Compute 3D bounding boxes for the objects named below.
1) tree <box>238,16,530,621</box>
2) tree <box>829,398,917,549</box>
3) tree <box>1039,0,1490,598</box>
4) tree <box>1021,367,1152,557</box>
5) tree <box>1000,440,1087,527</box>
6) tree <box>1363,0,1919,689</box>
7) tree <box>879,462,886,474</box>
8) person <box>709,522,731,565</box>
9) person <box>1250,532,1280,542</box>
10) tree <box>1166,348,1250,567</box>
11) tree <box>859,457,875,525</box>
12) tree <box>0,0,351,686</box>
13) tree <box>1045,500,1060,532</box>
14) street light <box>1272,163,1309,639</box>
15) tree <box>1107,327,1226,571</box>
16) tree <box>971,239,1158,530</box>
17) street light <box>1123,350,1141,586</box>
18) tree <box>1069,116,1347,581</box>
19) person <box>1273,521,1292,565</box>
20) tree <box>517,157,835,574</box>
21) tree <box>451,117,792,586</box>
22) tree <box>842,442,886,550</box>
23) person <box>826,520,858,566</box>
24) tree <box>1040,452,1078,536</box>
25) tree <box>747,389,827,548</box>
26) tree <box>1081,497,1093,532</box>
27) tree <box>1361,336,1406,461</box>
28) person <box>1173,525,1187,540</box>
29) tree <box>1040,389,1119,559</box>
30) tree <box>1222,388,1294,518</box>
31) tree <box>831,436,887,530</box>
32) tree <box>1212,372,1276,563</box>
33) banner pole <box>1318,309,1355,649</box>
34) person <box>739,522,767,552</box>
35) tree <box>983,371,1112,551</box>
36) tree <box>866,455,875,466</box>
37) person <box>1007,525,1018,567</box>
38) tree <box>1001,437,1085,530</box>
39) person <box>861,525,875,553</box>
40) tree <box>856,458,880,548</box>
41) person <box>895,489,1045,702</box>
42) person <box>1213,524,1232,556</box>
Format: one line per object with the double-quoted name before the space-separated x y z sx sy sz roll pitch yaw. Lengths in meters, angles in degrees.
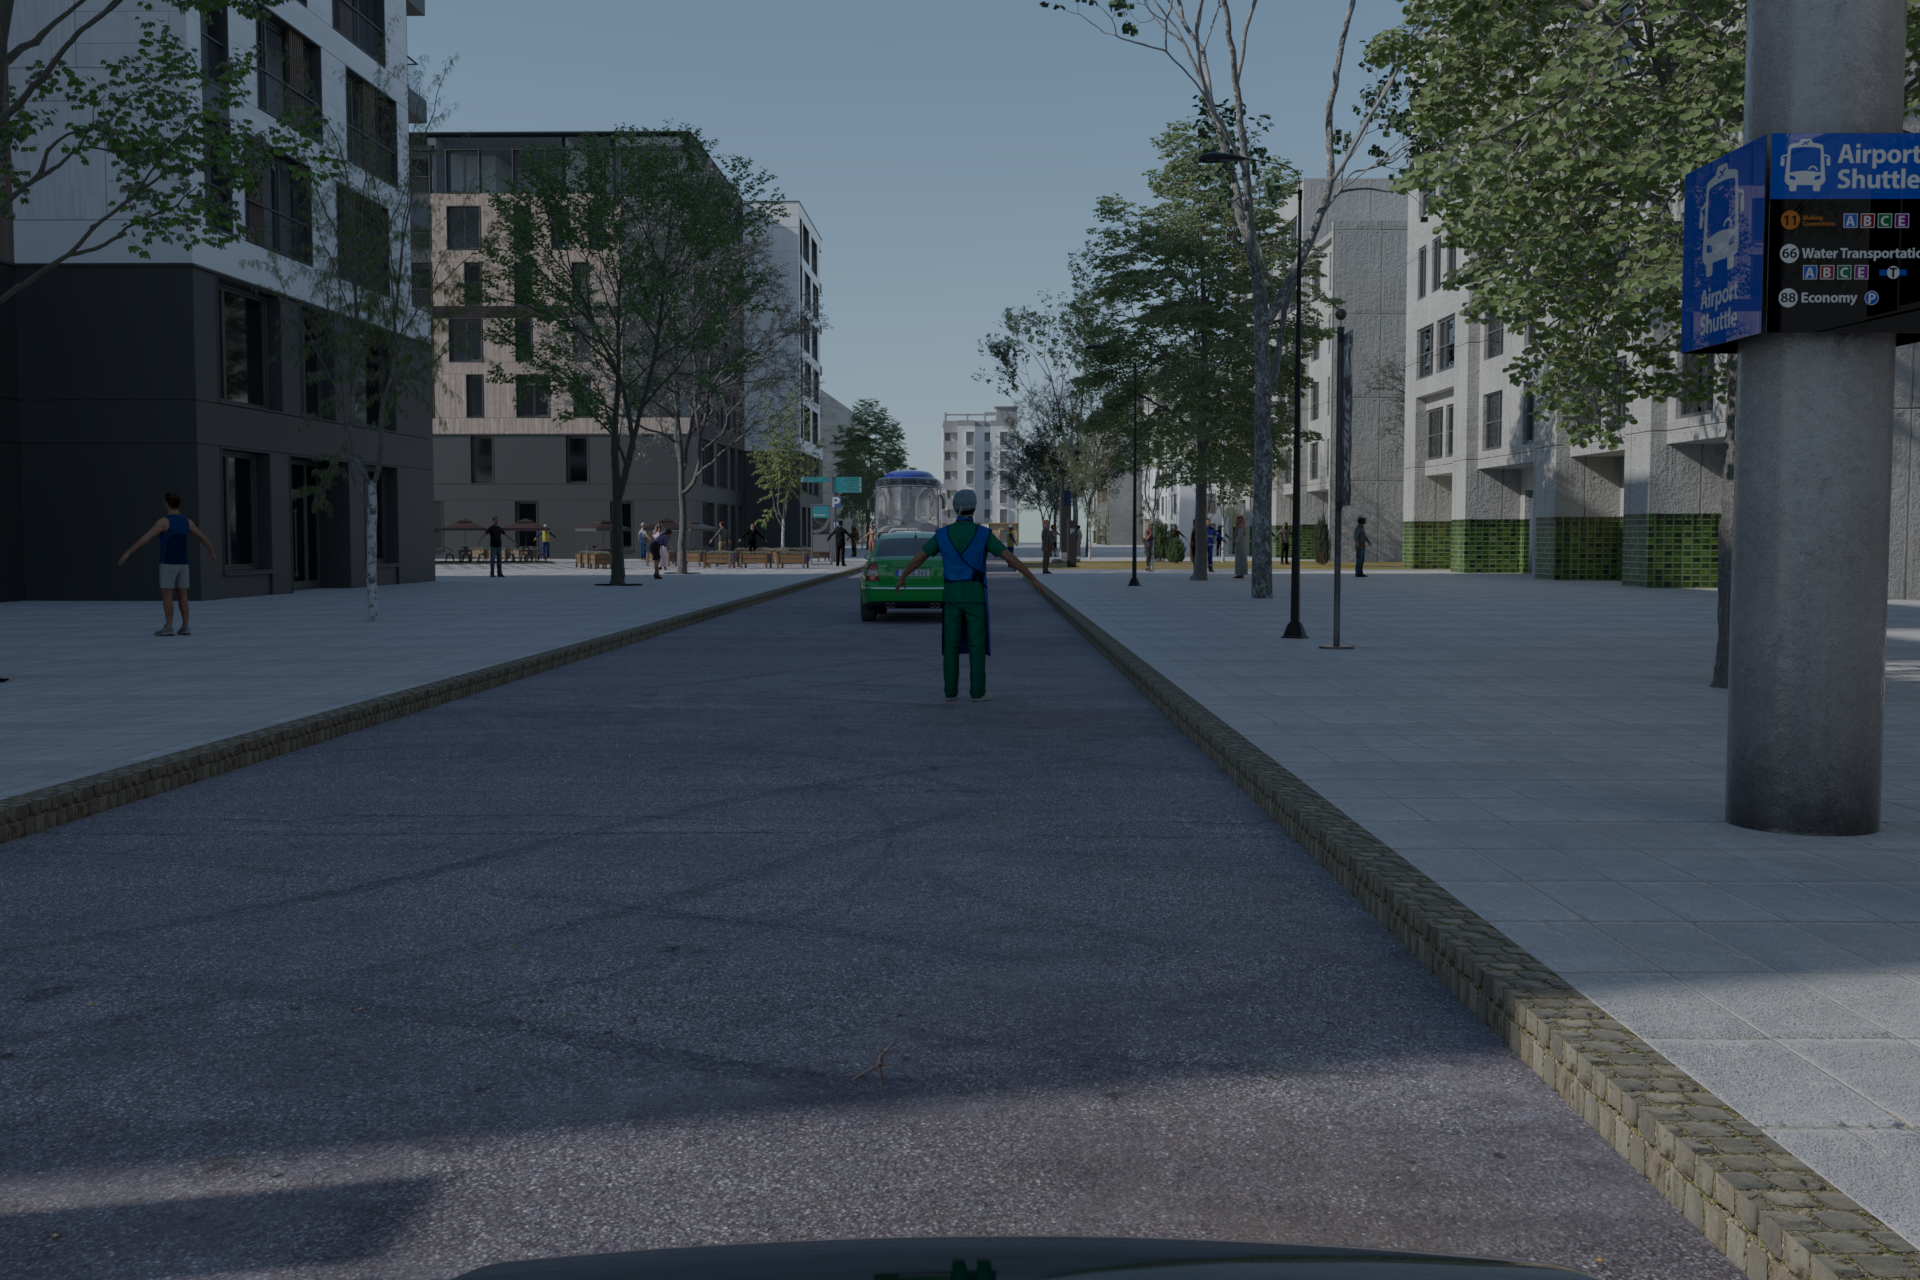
"tree" -8.742 -4.571 25.100 4.360 8.622 3.978 0 3 0
"tree" -7.268 -13.832 144.285 7.486 12.596 7.792 0 3 0
"tree" 6.805 -10.822 32.828 12.611 20.169 13.585 0 3 0
"tree" 7.054 -9.981 97.607 8.767 10.594 7.601 2 4 27
"tree" 7.959 -13.969 162.811 8.767 10.594 7.601 0 4 3
"tree" 6.588 -5.845 13.698 7.486 12.596 7.792 0 3 0
"tree" -7.684 -13.321 168.162 4.360 8.622 3.978 0 3 0
"person" -9.974 -4.051 72.503 0.705 1.796 1.348 2 4 32
"person" 13.914 -4.454 79.047 1.346 1.802 0.704 0 4 8
"tree" 9.507 -7.115 66.689 4.360 8.622 3.978 0 3 0
"tree" -8.359 -12.352 152.314 4.360 8.622 3.978 0 3 0
"tree" -8.606 -5.414 14.274 9.928 11.665 9.643 0 3 0
"tree" 15.330 -18.869 258.875 4.360 8.622 3.978 0 3 0
"street light" 4.679 -2.976 21.205 1.470 5.913 1.316 0 4 0
"tree" 6.375 -6.651 59.108 4.360 8.622 3.978 0 3 0
"tree" 7.113 -15.798 114.184 12.611 20.169 13.585 0 3 0
"street light" 4.842 -4.282 42.551 1.470 5.913 1.316 0 4 1
"tree" 6.718 -7.950 48.113 7.486 12.596 7.792 0 3 0
"person" 13.714 -4.089 72.978 1.348 1.813 0.705 -2 4 -25
"tree" -8.815 -8.874 55.462 12.009 13.543 11.850 0 3 0
"tree" -8.343 -7.156 42.759 9.928 11.665 9.643 0 3 0
"tree" -7.550 -11.361 136.117 4.737 8.622 4.395 0 3 0
"person" -4.752 -3.863 69.102 1.347 1.837 0.705 1 4 16
"tree" 7.860 -11.863 144.325 4.360 8.622 3.978 0 3 0
"tree" -8.706 -8.269 85.567 4.737 8.622 4.395 0 3 0
"tree" 20.003 -18.695 256.028 4.737 8.622 4.395 0 3 0
"tree" 22.084 -9.925 72.638 12.009 13.543 11.850 0 3 0
"person" 12.764 -5.870 102.107 1.346 1.812 0.704 -1 4 -21
"tree" 6.787 -8.389 87.529 4.360 8.622 3.978 0 3 0
"tree" 13.741 -8.064 82.204 4.360 8.622 3.978 0 3 0
"tree" -8.042 -10.968 129.683 4.360 8.622 3.978 0 3 0
"tree" 11.536 -7.760 77.242 4.360 8.622 3.978 0 3 0
"banner pole" 4.226 -1.779 19.104 0.401 3.779 0.863 0 4 1
"person" -9.428 -4.437 78.723 1.347 1.806 0.705 -1 4 -23
"tree" 7.157 -13.446 130.216 12.009 13.543 11.850 0 3 0
"tree" -18.181 -24.531 256.964 12.611 20.169 13.585 0 3 0
"person" 2.220 -4.047 74.597 0.705 1.833 1.349 -1 4 -12
"tree" 7.805 -13.366 152.951 8.767 10.594 7.601 0 4 -6
"person" -4.220 -4.633 82.552 1.217 1.733 0.721 2 4 33
"tree" -7.986 -12.624 156.760 4.360 8.622 3.978 0 3 0
"person" 0.056 -0.384 14.868 1.347 1.817 0.704 1 4 16
"person" 15.052 -5.782 100.313 1.354 1.856 0.705 -1 4 -9
